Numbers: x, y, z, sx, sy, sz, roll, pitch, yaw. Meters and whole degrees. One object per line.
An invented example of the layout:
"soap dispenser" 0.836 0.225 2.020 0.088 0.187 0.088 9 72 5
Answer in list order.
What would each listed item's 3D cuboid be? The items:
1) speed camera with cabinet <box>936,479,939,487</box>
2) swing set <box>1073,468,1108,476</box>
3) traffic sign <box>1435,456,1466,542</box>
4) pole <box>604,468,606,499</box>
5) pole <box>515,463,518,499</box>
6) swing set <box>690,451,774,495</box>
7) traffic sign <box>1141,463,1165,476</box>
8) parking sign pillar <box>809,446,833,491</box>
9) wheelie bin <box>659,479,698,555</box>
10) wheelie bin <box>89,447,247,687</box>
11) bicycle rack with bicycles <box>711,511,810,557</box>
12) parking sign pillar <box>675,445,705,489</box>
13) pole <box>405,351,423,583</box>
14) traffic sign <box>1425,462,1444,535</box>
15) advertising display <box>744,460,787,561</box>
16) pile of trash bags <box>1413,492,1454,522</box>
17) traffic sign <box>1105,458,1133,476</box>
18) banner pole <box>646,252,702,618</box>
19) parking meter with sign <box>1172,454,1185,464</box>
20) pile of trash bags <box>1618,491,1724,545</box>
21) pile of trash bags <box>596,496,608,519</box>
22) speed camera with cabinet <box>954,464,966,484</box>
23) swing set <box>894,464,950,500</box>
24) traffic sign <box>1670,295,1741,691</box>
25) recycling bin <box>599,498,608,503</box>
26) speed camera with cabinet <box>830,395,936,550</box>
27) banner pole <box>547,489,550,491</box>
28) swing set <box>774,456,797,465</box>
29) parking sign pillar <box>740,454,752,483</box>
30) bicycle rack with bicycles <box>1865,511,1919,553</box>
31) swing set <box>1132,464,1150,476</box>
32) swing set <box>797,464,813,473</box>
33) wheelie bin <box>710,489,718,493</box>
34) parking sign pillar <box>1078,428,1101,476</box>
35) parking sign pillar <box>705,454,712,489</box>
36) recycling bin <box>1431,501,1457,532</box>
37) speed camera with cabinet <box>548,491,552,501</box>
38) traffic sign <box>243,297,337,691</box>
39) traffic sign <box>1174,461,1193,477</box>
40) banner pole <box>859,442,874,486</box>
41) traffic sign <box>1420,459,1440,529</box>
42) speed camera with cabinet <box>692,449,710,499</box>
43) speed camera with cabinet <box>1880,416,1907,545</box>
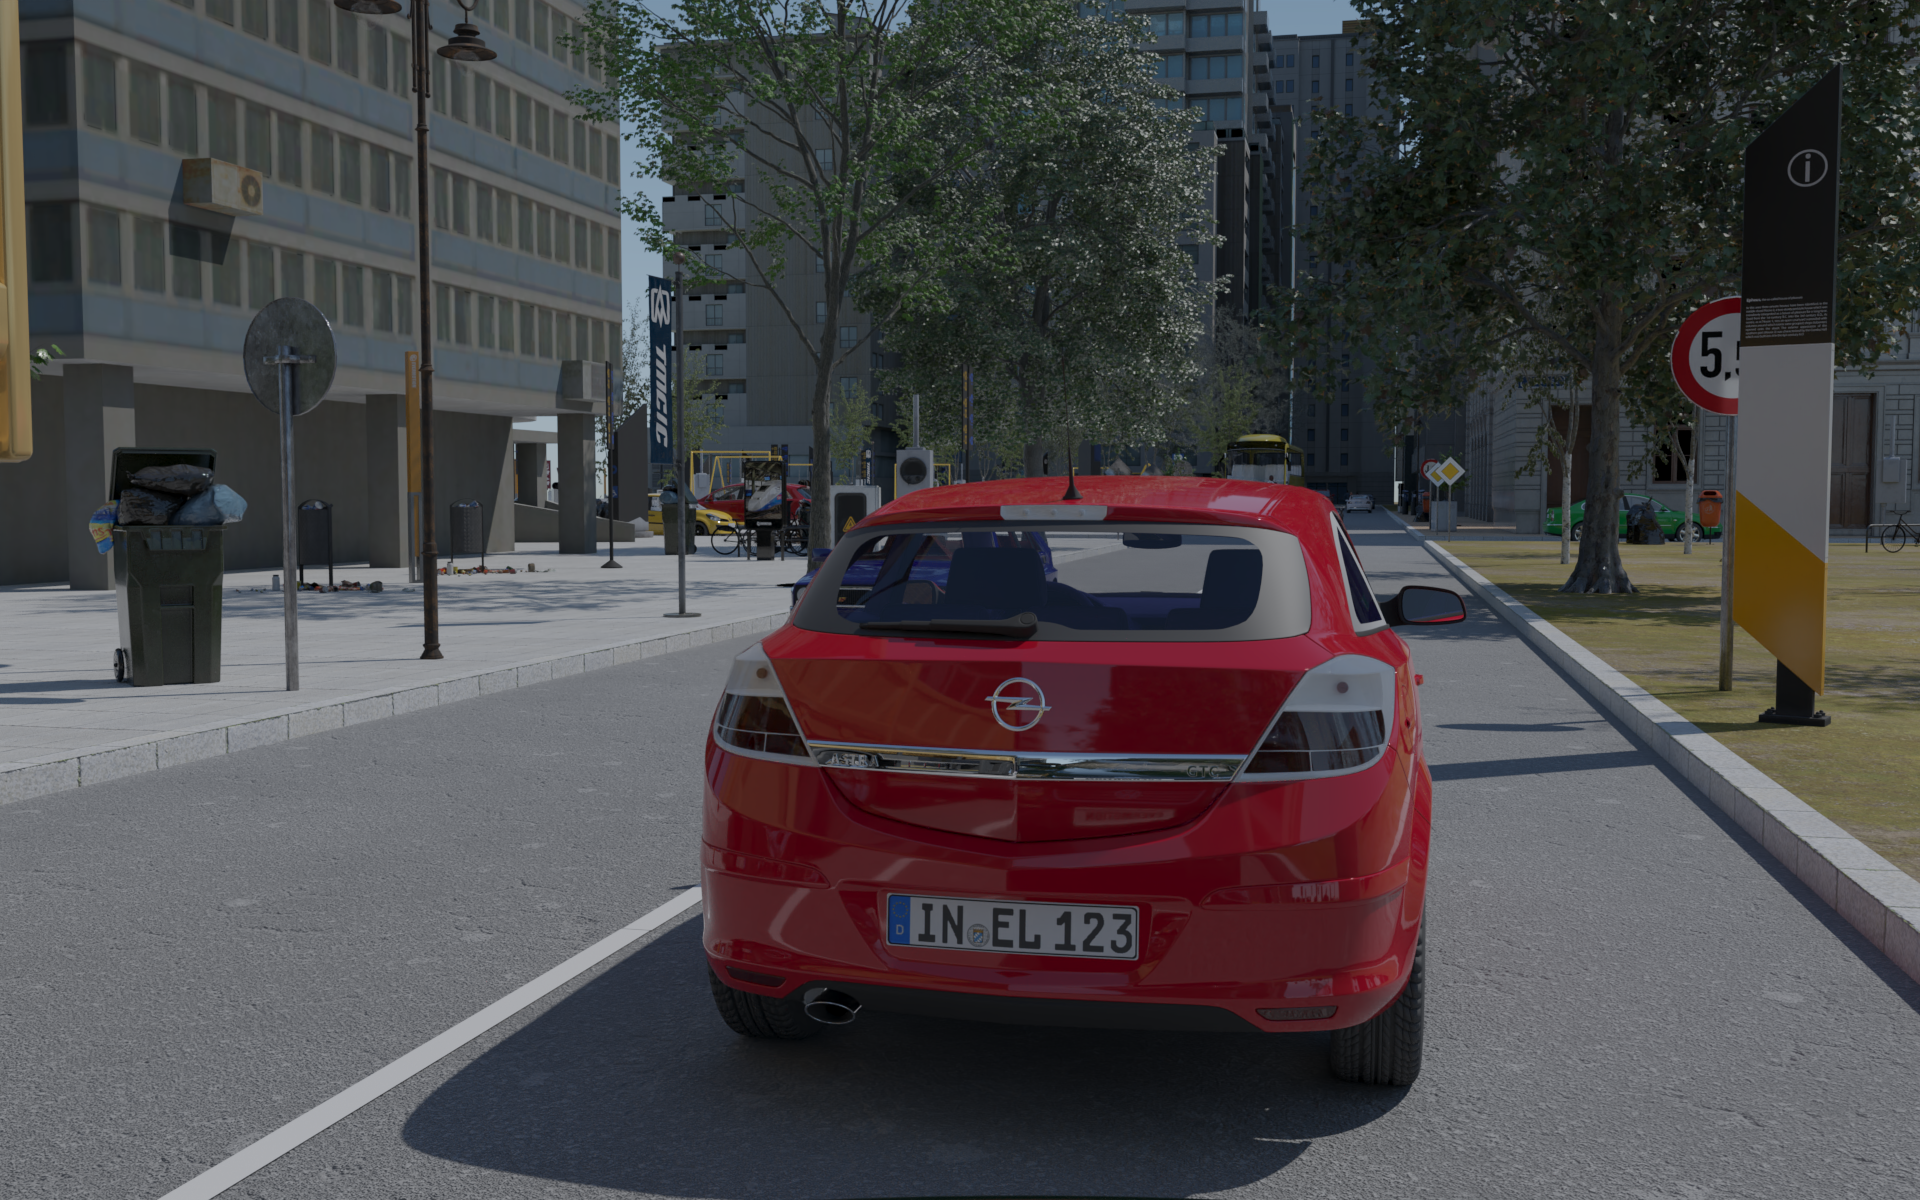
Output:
"speed camera with cabinet" -2.359 -6.900 107.152 2.038 3.252 0.660 1 4 18
"swing set" 8.227 -6.400 102.265 3.119 2.851 2.862 0 4 5
"traffic sign" 13.075 -2.606 46.248 0.795 2.450 0.064 1 4 13
"pole" -27.585 -8.607 134.573 0.158 3.312 0.155 0 3 0
"pole" -25.663 -6.510 100.276 0.158 3.312 0.155 0 3 0
"swing set" -8.490 -4.015 63.269 3.119 2.851 2.862 0 4 -5
"traffic sign" 6.239 -3.206 56.063 0.795 2.450 0.064 1 4 13
"parking sign pillar" -7.744 -6.603 96.438 1.447 3.967 1.447 -1 4 -15
"wheelie bin" -5.956 -1.755 36.604 0.693 1.594 0.980 1 4 10
"wheelie bin" -5.355 -0.238 11.792 0.980 1.594 0.693 -2 4 -34
"bicycle rack with bicycles" -3.776 -1.399 36.260 2.925 0.926 2.852 0 4 2
"parking sign pillar" -14.536 -6.358 92.422 1.447 3.967 1.447 -1 4 -13
"pole" -7.841 -1.897 24.867 0.158 3.312 0.155 0 3 0
"traffic sign" 14.895 -3.081 54.023 0.795 2.450 0.064 1 4 13
"advertising display" -3.756 -1.725 33.413 0.974 1.923 0.123 2 4 33
"pile of trash bags" 21.703 -4.264 79.475 1.912 1.369 3.447 2 4 24
"traffic sign" 4.418 -2.731 48.288 0.795 2.450 0.064 1 4 13
"banner pole" -2.986 -1.700 17.809 0.401 3.779 0.863 1 4 20
"parking meter with sign" 9.792 -4.839 75.377 0.543 3.016 1.738 2 4 28
"pile of trash bags" 17.714 -2.121 44.433 3.447 1.369 1.912 2 4 28
"pile of trash bags" -17.652 -4.664 86.013 3.447 1.369 1.912 -2 4 -26
"speed camera with cabinet" -0.550 -7.259 113.026 2.038 3.252 0.660 2 4 33
"swing set" -2.083 -5.668 90.294 3.119 2.851 2.862 0 4 -1
"traffic sign" 4.997 -0.680 11.229 0.768 2.556 0.104 1 4 22
"recycling bin" -20.476 -5.277 98.831 0.722 1.027 0.722 3 5 44
"speed camera with cabinet" -1.577 -2.452 34.433 2.038 3.252 0.660 0 4 6
"banner pole" -33.061 -9.093 138.691 0.863 3.779 0.401 0 4 5
"swing set" -8.858 -4.527 71.644 3.119 2.851 2.862 1 4 16
"parking sign pillar" -14.379 -7.873 117.195 1.447 3.967 1.447 -3 5 -39
"bicycle rack with bicycles" 21.149 -1.460 37.257 2.925 0.926 2.852 -1 4 -20
"swing set" 9.794 -5.665 90.236 2.862 2.851 3.119 0 4 7
"swing set" -8.611 -5.681 90.507 3.119 2.851 2.862 0 4 -6
"wheelie bin" -14.260 -5.683 100.818 0.980 1.594 0.693 0 4 8
"parking sign pillar" 5.033 -4.830 67.448 1.447 3.967 1.447 -1 4 -18
"parking sign pillar" -16.967 -7.760 115.350 1.447 3.967 1.447 1 4 19
"recycling bin" 16.541 -2.852 59.180 0.722 1.027 0.722 0 4 2
"speed camera with cabinet" -20.788 -5.718 87.820 2.038 3.252 0.660 1 4 19
"traffic sign" -4.359 -0.681 11.233 0.768 2.556 0.104 1 4 22
"traffic sign" 8.469 -4.030 65.998 0.768 2.556 0.104 1 4 21
"banner pole" -4.281 -5.663 82.614 0.401 3.779 0.863 2 4 29
"traffic sign" 17.047 -3.828 62.696 0.768 2.556 0.104 1 4 19
"speed camera with cabinet" -10.911 -5.072 77.260 2.038 3.252 0.660 -2 4 -26
"speed camera with cabinet" 24.181 -3.008 43.519 2.038 3.252 0.660 2 4 30
